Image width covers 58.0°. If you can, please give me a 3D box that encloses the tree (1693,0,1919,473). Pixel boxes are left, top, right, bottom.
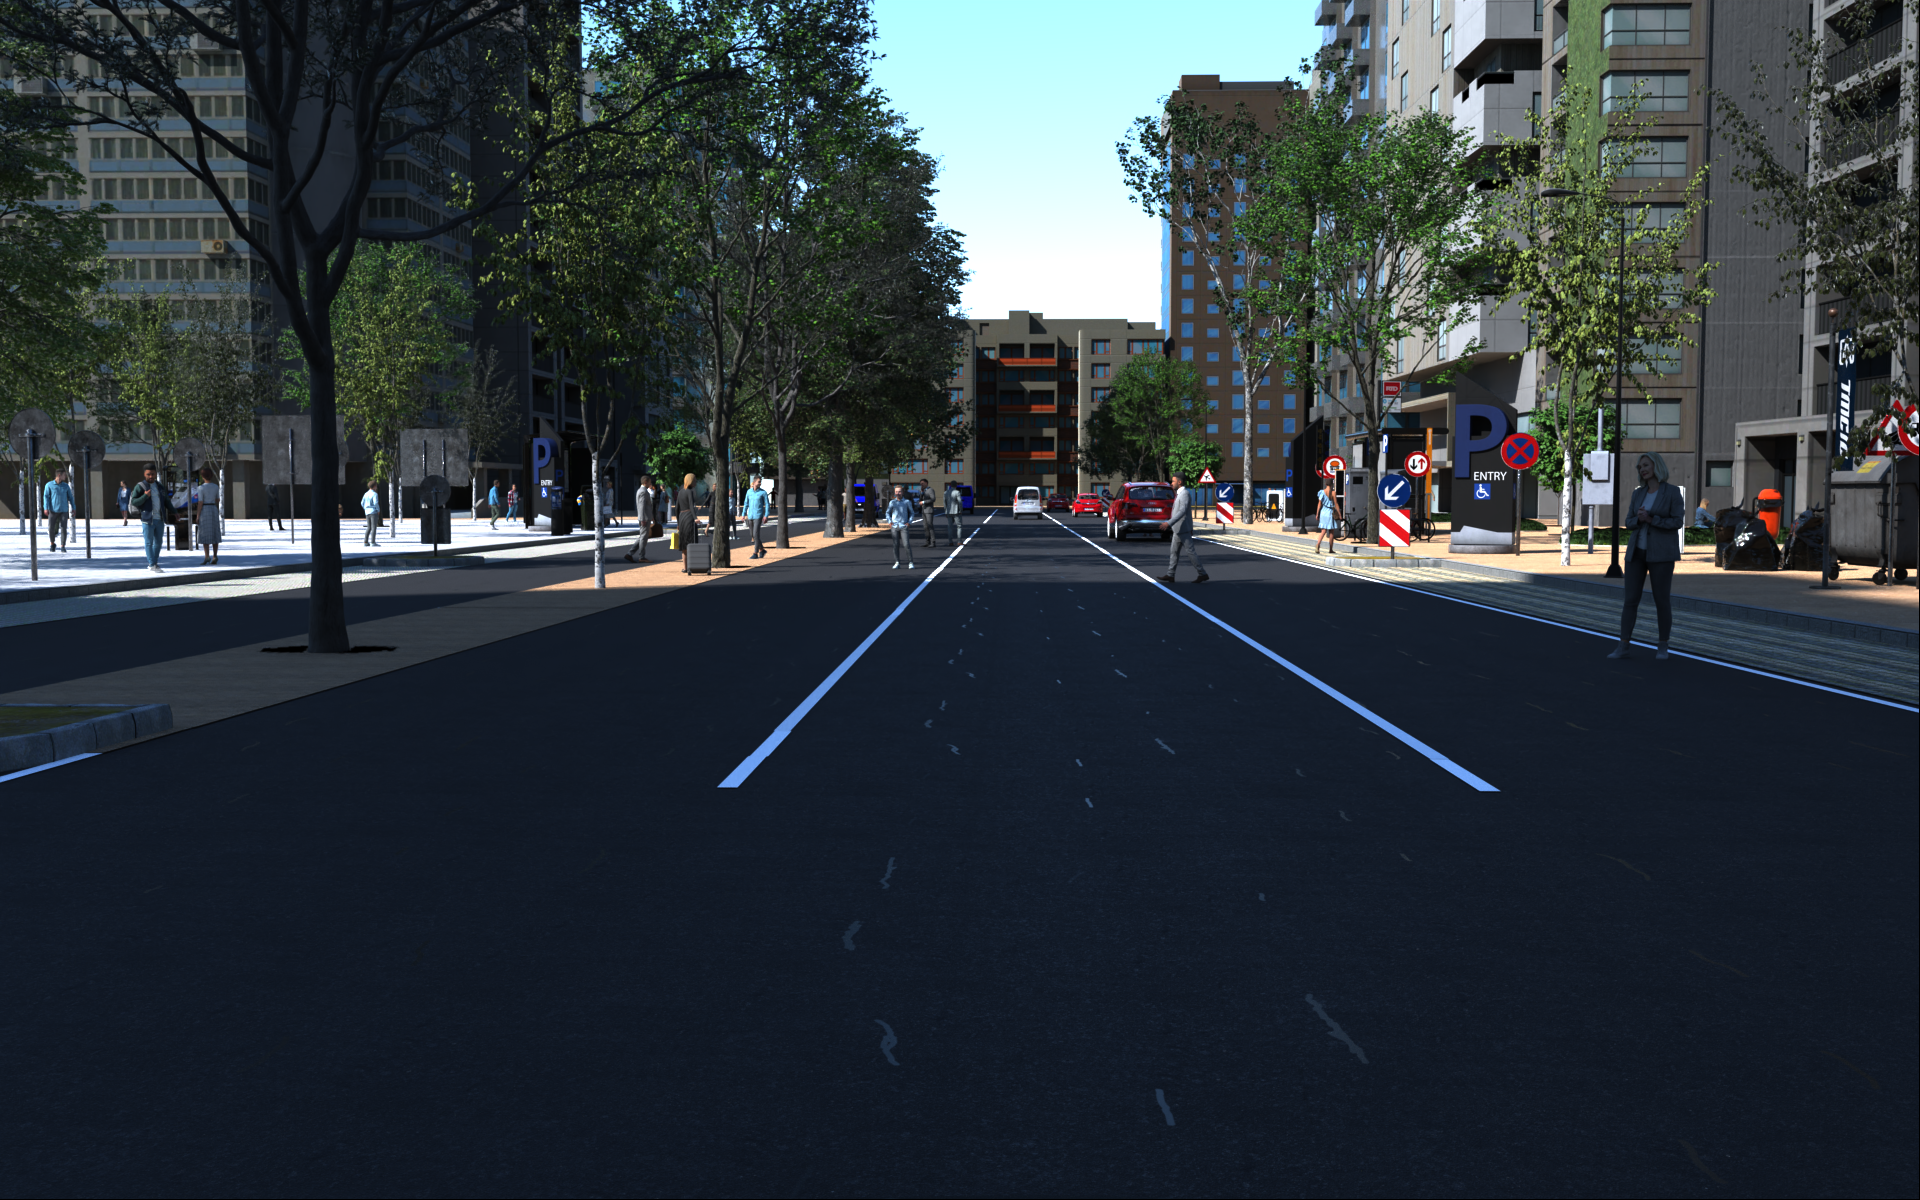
[{"bbox_3d":[10.931,-4.236,19.627,4.360,8.622,3.978,0,3,0],"label":"tree"}]

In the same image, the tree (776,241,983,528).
[{"bbox_3d":[-3.883,-9.437,73.767,9.611,12.733,9.660,0,3,0],"label":"tree"}]

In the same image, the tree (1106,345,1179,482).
[{"bbox_3d":[14.043,-11.981,121.638,9.928,11.665,9.643,0,3,0],"label":"tree"}]

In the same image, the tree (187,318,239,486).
[{"bbox_3d":[-27.432,-6.686,59.686,4.737,8.622,4.395,0,3,0],"label":"tree"}]

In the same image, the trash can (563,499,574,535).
[{"bbox_3d":[-12.600,-2.648,54.945,0.748,1.137,0.748,0,3,0],"label":"trash can"}]

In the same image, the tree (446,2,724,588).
[{"bbox_3d":[-5.415,-4.459,25.722,4.737,8.622,4.395,0,3,0],"label":"tree"}]

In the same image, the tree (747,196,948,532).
[{"bbox_3d":[-4.215,-8.842,65.145,7.486,12.596,7.792,0,3,0],"label":"tree"}]

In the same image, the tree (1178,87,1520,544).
[{"bbox_3d":[10.608,-7.266,44.547,9.928,11.665,9.643,0,3,0],"label":"tree"}]

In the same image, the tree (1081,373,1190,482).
[{"bbox_3d":[13.247,-11.993,130.502,8.767,10.594,7.601,0,4,6],"label":"tree"}]

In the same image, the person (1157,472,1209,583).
[{"bbox_3d":[3.603,-1.173,27.955,0.850,1.792,0.678,0,4,5],"label":"person"}]

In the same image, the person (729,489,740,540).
[{"bbox_3d":[-7.234,-2.708,54.588,0.589,1.601,0.330,-3,5,-41],"label":"person"}]

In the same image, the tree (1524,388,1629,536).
[{"bbox_3d":[18.941,-4.272,53.562,4.285,4.588,4.351,0,3,0],"label":"tree"}]

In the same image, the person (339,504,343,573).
[{"bbox_3d":[-11.165,-1.086,30.940,0.352,1.250,0.332,0,4,2],"label":"person"}]

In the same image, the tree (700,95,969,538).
[{"bbox_3d":[-4.136,-9.005,56.341,9.857,13.997,8.962,0,3,0],"label":"tree"}]

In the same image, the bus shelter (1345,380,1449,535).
[{"bbox_3d":[14.478,-4.968,58.867,2.179,5.291,8.768,0,4,2],"label":"bus shelter"}]

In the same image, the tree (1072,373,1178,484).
[{"bbox_3d":[15.297,-14.617,155.989,9.611,12.733,9.660,0,3,0],"label":"tree"}]

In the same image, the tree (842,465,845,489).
[{"bbox_3d":[-10.460,-12.055,147.455,4.737,8.622,4.395,0,3,0],"label":"tree"}]

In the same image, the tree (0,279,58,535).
[{"bbox_3d":[-29.892,-6.374,54.576,4.360,8.622,3.978,0,3,0],"label":"tree"}]

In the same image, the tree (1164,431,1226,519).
[{"bbox_3d":[12.255,-6.527,90.428,4.285,4.588,4.351,0,3,0],"label":"tree"}]

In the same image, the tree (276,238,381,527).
[{"bbox_3d":[-22.662,-8.665,67.434,9.928,11.665,9.643,0,3,0],"label":"tree"}]

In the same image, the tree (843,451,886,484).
[{"bbox_3d":[-9.592,-13.809,160.191,8.767,10.594,7.601,-1,4,-21],"label":"tree"}]

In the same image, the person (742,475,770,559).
[{"bbox_3d":[-4.427,-1.821,38.136,0.638,1.841,0.748,2,4,35],"label":"person"}]

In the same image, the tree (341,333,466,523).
[{"bbox_3d":[-24.954,-7.721,76.602,4.360,8.622,3.978,0,3,0],"label":"tree"}]

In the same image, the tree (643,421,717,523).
[{"bbox_3d":[-12.531,-5.707,77.018,4.285,4.588,4.351,0,3,0],"label":"tree"}]

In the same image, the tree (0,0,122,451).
[{"bbox_3d":[-19.044,-6.841,29.974,7.486,12.596,7.792,0,3,0],"label":"tree"}]

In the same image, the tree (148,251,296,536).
[{"bbox_3d":[-22.694,-6.292,53.244,4.360,8.622,3.978,0,3,0],"label":"tree"}]

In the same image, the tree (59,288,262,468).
[{"bbox_3d":[-36.041,-8.811,78.471,7.601,10.594,8.767,3,5,44],"label":"tree"}]

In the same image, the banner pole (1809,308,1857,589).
[{"bbox_3d":[11.753,-2.029,23.186,0.401,3.779,0.863,0,4,0],"label":"banner pole"}]

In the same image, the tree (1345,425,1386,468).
[{"bbox_3d":[20.012,-6.022,82.168,4.285,4.588,4.351,0,3,0],"label":"tree"}]

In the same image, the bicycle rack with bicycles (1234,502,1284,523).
[{"bbox_3d":[13.447,-3.963,78.184,2.852,0.926,2.925,-1,4,-10],"label":"bicycle rack with bicycles"}]

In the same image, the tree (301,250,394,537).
[{"bbox_3d":[-16.996,-6.146,50.849,4.737,8.622,4.395,0,3,0],"label":"tree"}]

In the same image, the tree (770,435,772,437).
[{"bbox_3d":[-12.061,-8.909,96.028,4.737,8.622,4.395,0,3,0],"label":"tree"}]

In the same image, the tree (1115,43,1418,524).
[{"bbox_3d":[13.534,-13.242,72.400,12.611,20.169,13.585,0,3,0],"label":"tree"}]

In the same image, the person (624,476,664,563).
[{"bbox_3d":[-6.568,-1.680,36.085,0.853,1.813,0.709,-1,4,-21],"label":"person"}]

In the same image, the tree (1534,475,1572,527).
[{"bbox_3d":[23.610,-4.530,68.671,1.663,3.219,1.824,0,3,0],"label":"tree"}]

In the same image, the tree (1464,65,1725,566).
[{"bbox_3d":[11.075,-4.915,30.718,4.737,8.622,4.395,0,3,0],"label":"tree"}]

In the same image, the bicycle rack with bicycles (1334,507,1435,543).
[{"bbox_3d":[11.517,-2.054,46.963,2.925,0.926,2.852,1,4,9],"label":"bicycle rack with bicycles"}]

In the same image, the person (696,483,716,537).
[{"bbox_3d":[-8.591,-3.017,58.043,1.509,1.804,0.699,0,4,-1],"label":"person"}]

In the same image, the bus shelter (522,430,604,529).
[{"bbox_3d":[-15.218,-4.628,66.956,1.731,3.624,6.357,0,4,2],"label":"bus shelter"}]

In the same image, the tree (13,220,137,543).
[{"bbox_3d":[-23.606,-5.808,45.319,4.737,8.622,4.395,0,3,0],"label":"tree"}]

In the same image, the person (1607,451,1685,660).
[{"bbox_3d":[5.978,-0.386,14.997,0.526,1.800,0.537,-2,4,-30],"label":"person"}]

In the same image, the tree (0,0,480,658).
[{"bbox_3d":[-5.686,-6.256,15.113,12.009,13.543,11.850,0,3,0],"label":"tree"}]

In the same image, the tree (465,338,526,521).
[{"bbox_3d":[-23.139,-8.104,82.865,4.360,8.622,3.978,0,3,0],"label":"tree"}]

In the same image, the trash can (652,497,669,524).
[{"bbox_3d":[-12.530,-3.713,72.364,0.748,1.137,0.748,0,3,0],"label":"trash can"}]

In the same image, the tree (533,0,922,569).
[{"bbox_3d":[-4.517,-6.411,33.025,9.928,11.665,9.643,0,3,0],"label":"tree"}]

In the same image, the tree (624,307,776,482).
[{"bbox_3d":[-11.926,-9.220,85.162,8.767,10.594,7.601,-2,4,-34],"label":"tree"}]

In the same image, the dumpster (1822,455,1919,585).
[{"bbox_3d":[13.477,-1.177,24.997,1.264,1.857,1.865,0,4,2],"label":"dumpster"}]
